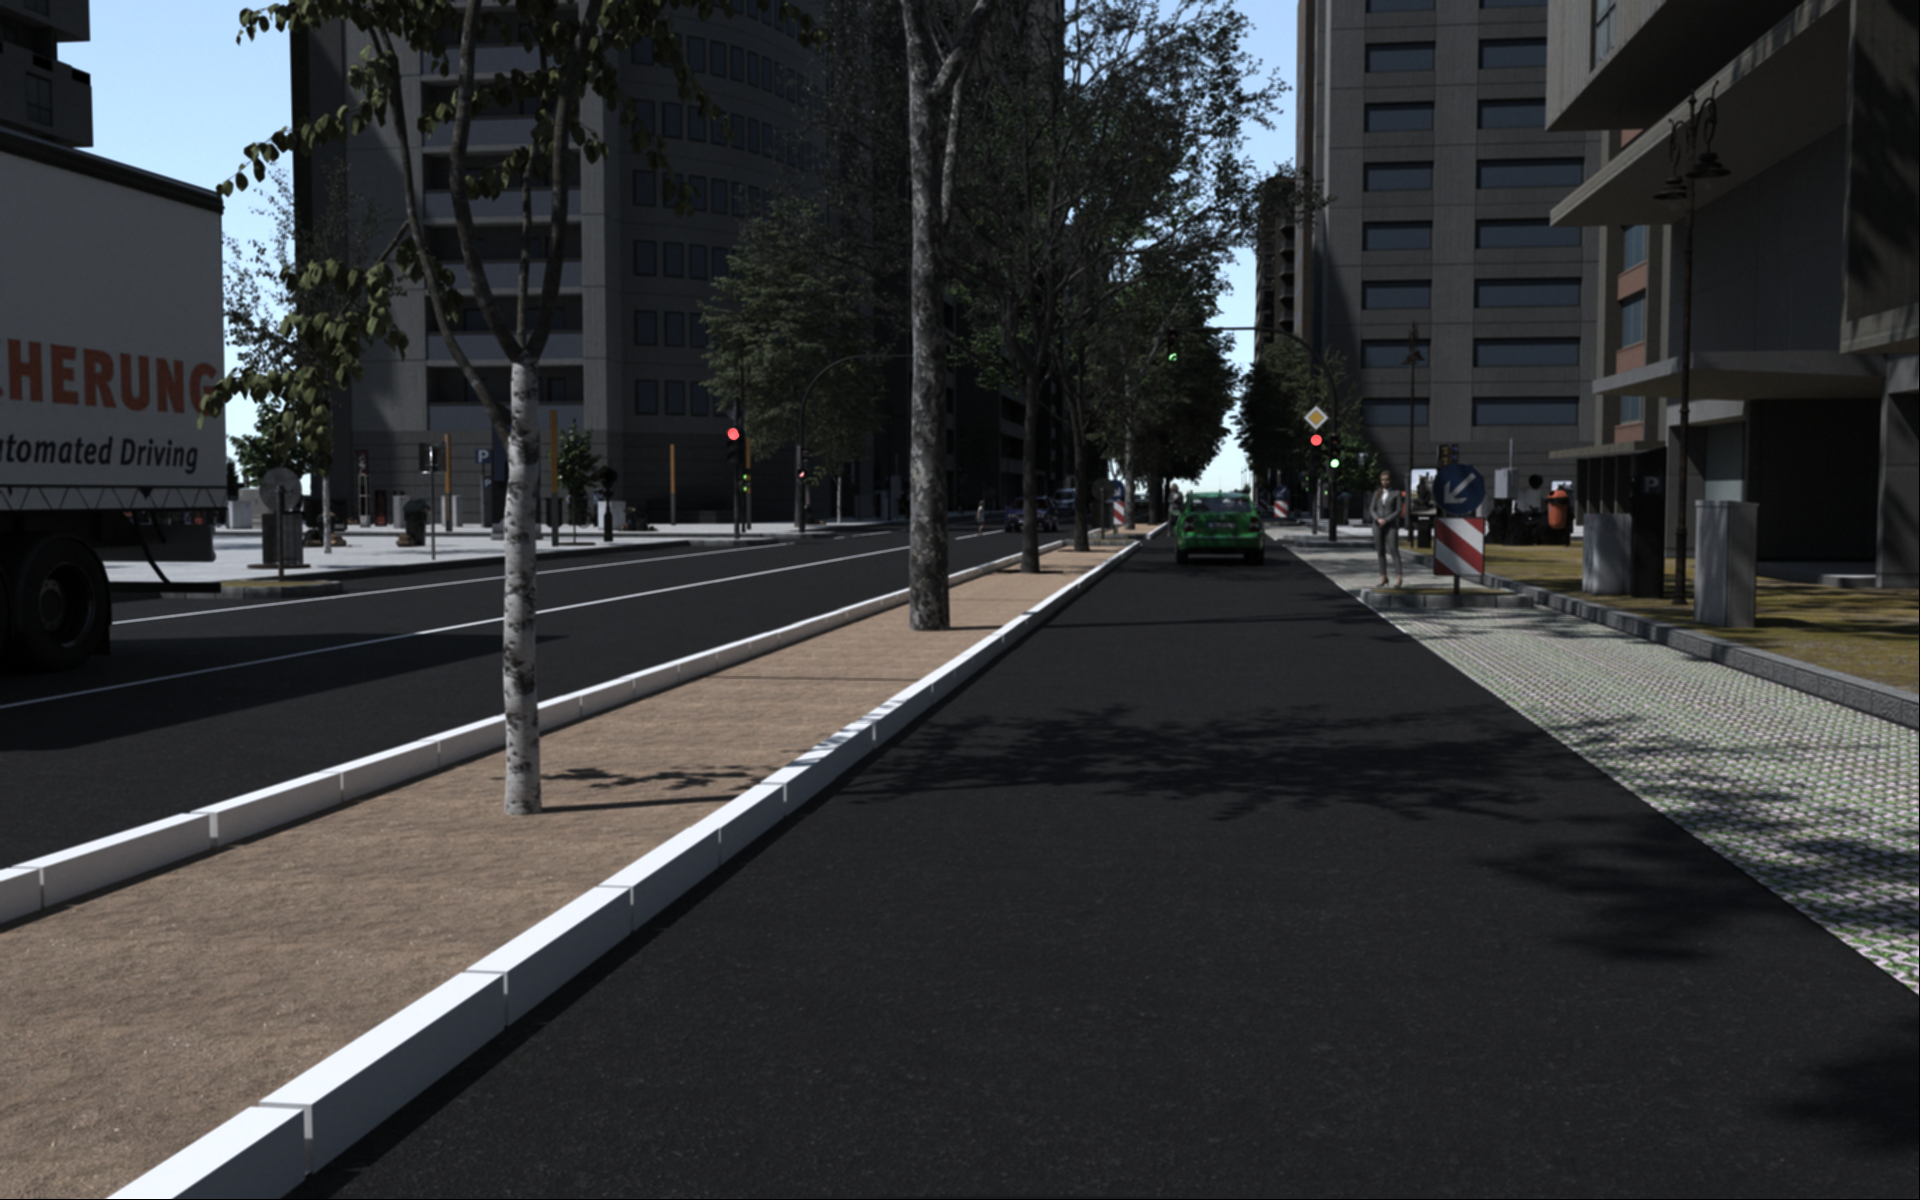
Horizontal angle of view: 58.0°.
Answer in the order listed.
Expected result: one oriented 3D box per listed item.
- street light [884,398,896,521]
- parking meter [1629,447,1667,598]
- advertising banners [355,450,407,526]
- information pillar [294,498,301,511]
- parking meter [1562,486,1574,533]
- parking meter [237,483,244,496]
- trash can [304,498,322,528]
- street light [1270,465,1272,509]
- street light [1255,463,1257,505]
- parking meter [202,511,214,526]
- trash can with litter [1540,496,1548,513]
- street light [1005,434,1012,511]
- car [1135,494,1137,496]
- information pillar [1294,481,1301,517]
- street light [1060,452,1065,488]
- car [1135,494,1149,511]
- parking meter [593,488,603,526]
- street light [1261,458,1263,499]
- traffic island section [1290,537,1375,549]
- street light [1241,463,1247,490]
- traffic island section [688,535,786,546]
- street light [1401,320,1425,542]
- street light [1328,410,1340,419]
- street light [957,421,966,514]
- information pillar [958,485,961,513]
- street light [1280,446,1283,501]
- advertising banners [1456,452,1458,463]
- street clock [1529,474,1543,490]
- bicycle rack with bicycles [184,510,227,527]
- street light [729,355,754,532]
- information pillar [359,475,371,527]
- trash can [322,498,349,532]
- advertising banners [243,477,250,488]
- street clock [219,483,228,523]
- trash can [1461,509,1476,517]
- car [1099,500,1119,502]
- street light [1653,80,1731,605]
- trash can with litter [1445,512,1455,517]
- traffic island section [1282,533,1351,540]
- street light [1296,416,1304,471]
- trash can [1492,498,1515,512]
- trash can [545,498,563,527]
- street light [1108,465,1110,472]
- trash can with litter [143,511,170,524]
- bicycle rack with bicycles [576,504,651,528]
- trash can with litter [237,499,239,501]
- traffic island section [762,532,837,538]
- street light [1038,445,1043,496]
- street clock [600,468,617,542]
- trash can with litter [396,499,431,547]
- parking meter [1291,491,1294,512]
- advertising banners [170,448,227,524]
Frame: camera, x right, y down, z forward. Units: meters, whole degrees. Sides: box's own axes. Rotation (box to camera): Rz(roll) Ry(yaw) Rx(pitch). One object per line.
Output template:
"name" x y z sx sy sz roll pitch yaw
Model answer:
"street light" -3.402 -6.762 83.338 0.468 5.910 1.993 1 4 8
"parking meter" 8.488 -0.960 21.399 0.399 1.863 0.255 1 4 10
"advertising banners" -23.091 -4.458 69.072 2.074 3.025 0.090 -3 5 -41
"information pillar" -38.942 -5.947 101.733 0.304 2.012 0.304 -3 5 -43
"parking meter" 19.815 -2.940 56.481 0.372 1.533 0.369 0 3 0
"parking meter" -37.671 -5.199 90.713 0.255 1.863 0.399 0 4 0
"trash can" -24.529 -3.309 65.750 0.748 1.137 0.748 0 3 0
"street light" 27.514 -11.022 153.001 0.468 5.910 1.993 1 4 8
"street light" 34.780 -14.137 203.934 0.468 5.910 1.993 1 4 8
"parking meter" -27.623 -3.375 63.589 0.372 1.533 0.369 0 3 0
"trash can with litter" 26.909 -4.274 80.937 2.233 1.210 1.678 3 4 38
"street light" 3.717 -9.830 133.509 0.468 5.910 1.993 1 4 8
"car" 20.382 -12.048 205.785 1.959 1.807 4.718 1 4 9
"information pillar" 18.661 -5.578 95.698 0.304 2.012 0.304 -1 4 -15
"street light" 10.918 -12.927 184.136 0.468 5.910 1.993 1 4 8
"car" 15.748 -8.490 149.037 2.015 1.641 3.980 1 4 10
"parking meter" -14.379 -3.698 68.867 0.372 1.533 0.369 0 3 0
"street light" 31.180 -12.595 178.708 0.468 5.910 1.993 1 4 8
"traffic island section" 10.137 -1.515 47.058 2.009 0.180 2.903 1 4 8
"street light" 43.023 -17.632 261.068 0.468 5.910 1.993 1 4 8
"traffic island section" -6.384 -1.661 49.435 2.009 0.180 2.903 1 4 8
"street light" 12.080 -4.496 46.298 0.468 5.910 1.993 1 4 8
"street light" 16.590 -6.374 77.008 0.468 5.910 1.993 1 4 8
"street light" 0.165 -8.333 109.025 0.468 5.910 1.993 1 4 8
"information pillar" 0.034 -6.880 116.980 0.304 2.012 0.304 1 4 12
"street light" 23.964 -9.529 128.592 0.468 5.910 1.993 1 4 8
"advertising banners" 20.628 -4.651 72.229 0.090 3.025 2.074 1 4 11
"street clock" 21.272 -3.637 64.028 0.358 2.002 0.471 -2 4 -34
"bicycle rack with bicycles" -28.681 -3.331 67.839 2.925 0.926 2.852 3 5 41
"street light" -7.239 -5.196 57.737 0.468 5.910 1.993 1 4 8
"information pillar" -22.914 -3.803 66.669 0.304 2.012 0.304 0 4 7
"trash can" -21.319 -2.915 59.319 0.748 1.137 0.748 0 3 0
"advertising banners" -53.935 -8.356 132.810 2.074 3.025 0.090 -2 4 -32
"street clock" -32.682 -4.410 76.666 0.471 2.002 0.358 -3 4 -39
"trash can" 16.880 -2.819 57.747 0.748 1.137 0.748 0 3 0
"car" 15.400 -10.170 178.634 2.083 1.381 4.827 1 4 10
"street light" 8.360 -2.884 19.937 0.468 5.910 1.993 1 4 8
"trash can with litter" 17.164 -2.997 60.382 0.624 1.170 1.055 2 4 31
"traffic island section" 11.276 -1.999 54.962 2.009 0.180 2.903 1 4 8
"street light" 20.207 -7.963 102.980 0.468 5.910 1.993 1 4 8
"trash can" 19.071 -3.007 60.812 0.748 1.137 0.748 0 3 0
"trash can" -15.745 -3.397 67.189 0.748 1.137 0.748 0 3 0
"street light" 22.929 -17.954 266.339 0.468 5.910 1.993 1 4 8
"trash can with litter" -21.572 -2.164 46.762 0.624 1.170 1.055 0 4 -3
"bicycle rack with bicycles" -13.122 -3.215 65.955 2.925 0.926 2.852 -1 4 -16
"trash can with litter" -36.111 -4.612 86.791 0.624 1.170 1.055 1 4 21
"traffic island section" -5.245 -2.144 57.339 2.009 0.180 2.903 1 4 8
"street light" 7.349 -11.373 158.730 0.468 5.910 1.993 1 4 8
"street clock" -9.483 -2.574 46.657 0.471 2.002 0.358 1 4 9
"trash can with litter" -13.397 -1.901 42.462 0.624 1.170 1.055 0 4 5
"parking meter" 23.929 -7.084 124.239 0.372 1.533 0.369 0 3 0
"advertising banners" -28.519 -4.196 64.798 2.074 3.025 0.090 -1 4 -22
